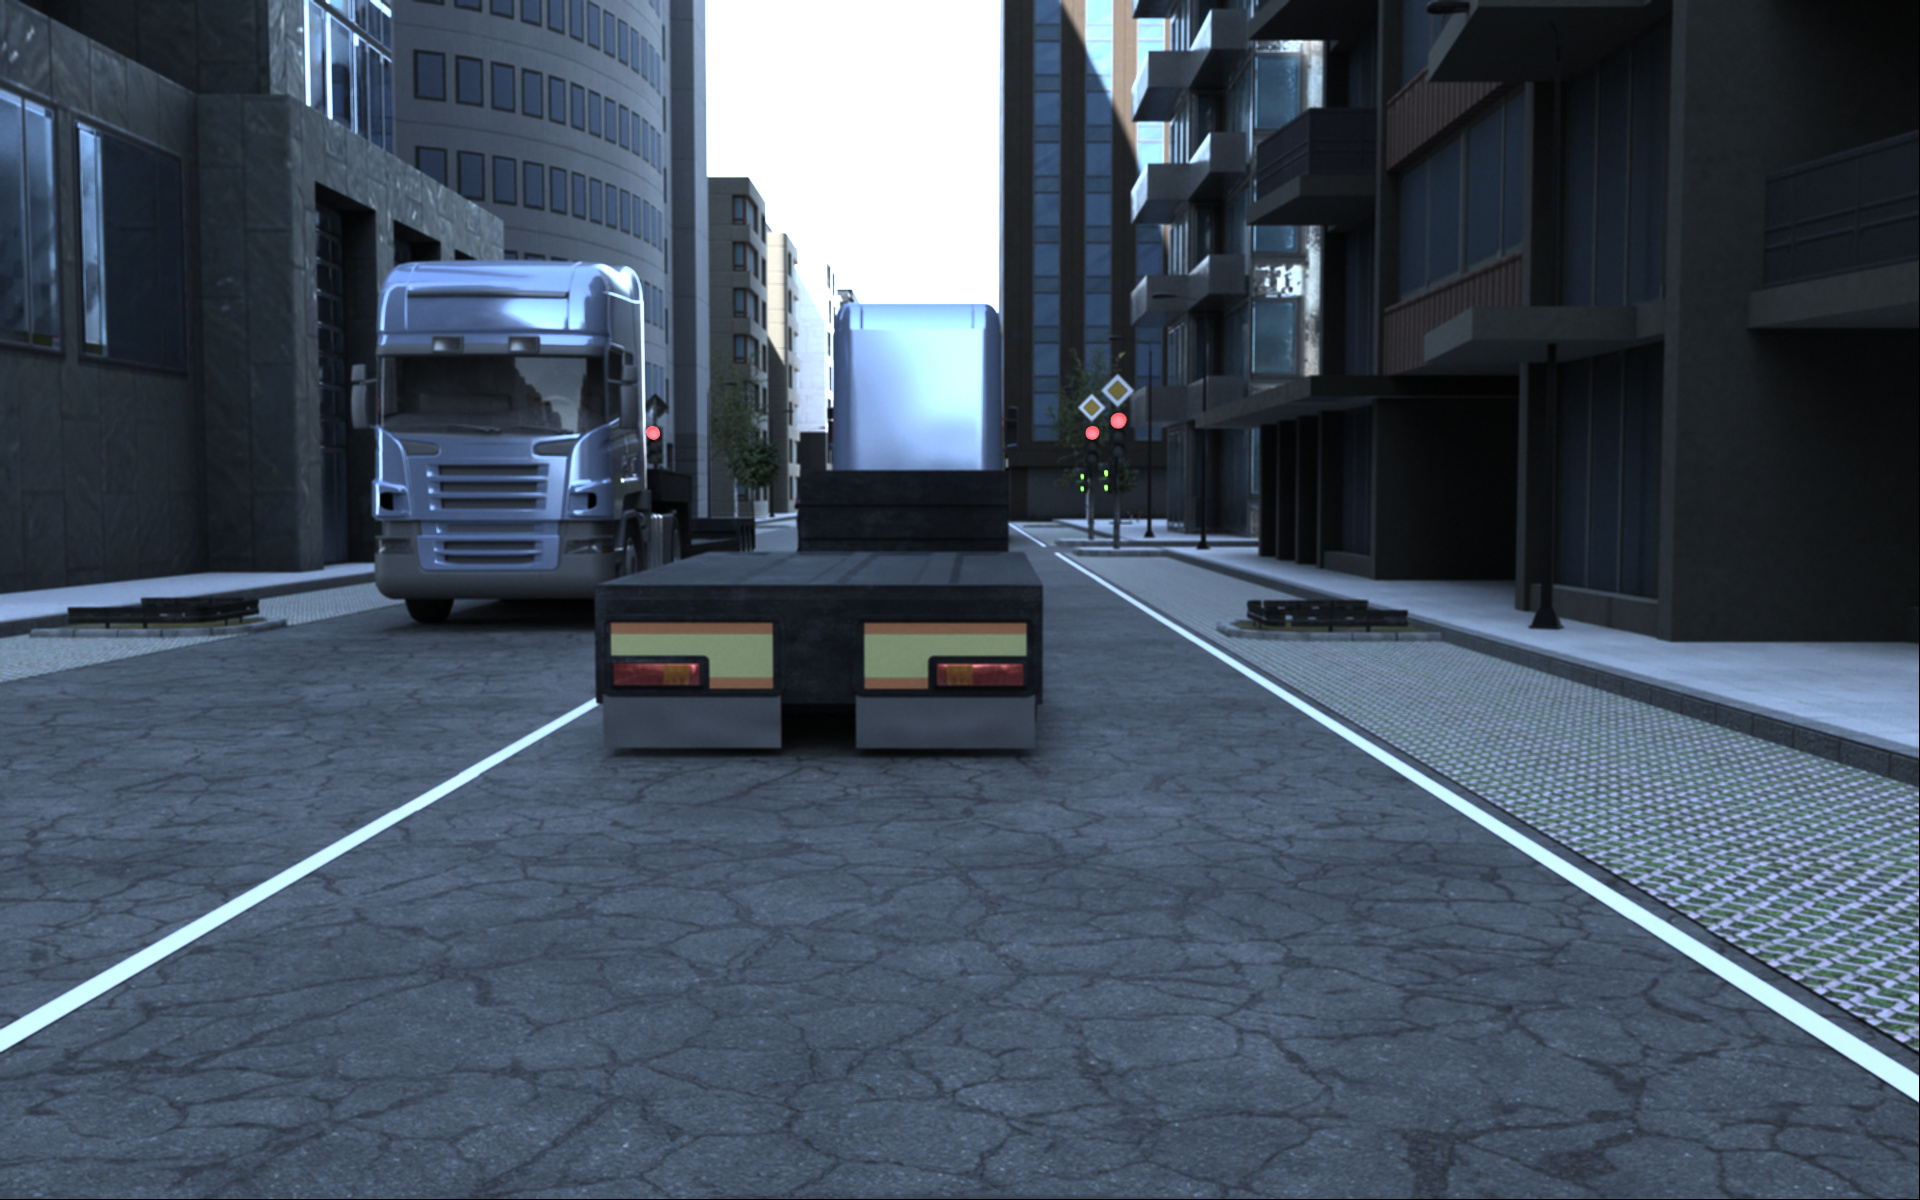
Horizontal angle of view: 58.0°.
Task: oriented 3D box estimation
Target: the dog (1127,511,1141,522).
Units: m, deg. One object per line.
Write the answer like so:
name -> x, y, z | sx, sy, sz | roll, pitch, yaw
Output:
dog -> 7.944, -3.795, 78.882 | 0.540, 0.507, 0.406 | -3, 5, -45

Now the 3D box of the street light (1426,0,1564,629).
street light -> 5.074, -2.683, 16.416 | 1.470, 5.913, 1.316 | 0, 3, 0

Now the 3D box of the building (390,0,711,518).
building -> -22.148, -32.003, 65.254 | 21.231, 58.520, 28.212 | 0, 3, 0

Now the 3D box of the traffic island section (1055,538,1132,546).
traffic island section -> 3.698, -1.609, 48.587 | 2.009, 0.180, 2.903 | 0, 3, 0

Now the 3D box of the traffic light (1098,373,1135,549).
traffic light -> 3.652, -3.154, 40.488 | 0.839, 4.253, 0.868 | 0, 3, 0

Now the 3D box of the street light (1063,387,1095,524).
street light -> 5.173, -6.284, 75.280 | 1.470, 5.913, 1.316 | 0, 3, 0

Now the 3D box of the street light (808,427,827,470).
street light -> -9.909, -9.007, 119.804 | 1.470, 5.913, 1.316 | 0, 3, 0

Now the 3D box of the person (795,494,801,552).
person -> -3.578, -1.861, 39.849 | 0.541, 1.710, 0.530 | 3, 5, 40

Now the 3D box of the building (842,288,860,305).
building -> -26.940, -20.922, 186.056 | 32.646, 21.610, 27.936 | 0, 3, 0

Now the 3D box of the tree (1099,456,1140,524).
tree -> 6.995, -4.905, 74.794 | 1.663, 3.219, 1.824 | 0, 3, 0

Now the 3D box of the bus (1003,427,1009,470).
bus -> 0.160, -3.922, 55.678 | 2.896, 3.916, 12.252 | 0, 4, 1

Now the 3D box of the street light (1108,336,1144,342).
street light -> 5.058, -4.803, 51.065 | 1.470, 5.913, 1.316 | 0, 3, 0

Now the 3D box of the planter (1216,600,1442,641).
planter -> 3.671, 0.210, 17.706 | 1.991, 0.319, 1.994 | 0, 3, 0

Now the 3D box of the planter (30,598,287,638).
planter -> -8.240, 0.183, 18.150 | 1.991, 0.319, 1.994 | 0, 3, 0

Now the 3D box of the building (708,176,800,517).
building -> -25.256, -16.137, 108.874 | 27.650, 21.520, 28.899 | 0, 3, 0

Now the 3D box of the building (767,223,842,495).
building -> -25.012, -18.174, 141.124 | 27.936, 21.610, 32.646 | 0, 3, 0

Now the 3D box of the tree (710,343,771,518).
tree -> -11.001, -8.162, 83.819 | 4.737, 8.622, 4.395 | 0, 3, 0

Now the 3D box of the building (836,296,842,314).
building -> -18.048, -18.779, 163.450 | 16.016, 20.091, 11.380 | 0, 3, 0

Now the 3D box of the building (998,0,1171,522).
building -> 9.114, -27.145, 93.926 | 14.600, 45.320, 14.200 | 0, 3, 0

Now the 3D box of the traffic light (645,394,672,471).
traffic light -> -8.503, -3.642, 48.467 | 0.839, 4.253, 0.868 | 0, 3, 0

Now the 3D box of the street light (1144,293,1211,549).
street light -> 5.126, -4.135, 40.157 | 1.470, 5.913, 1.316 | 0, 3, 0

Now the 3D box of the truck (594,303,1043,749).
truck -> -0.664, -1.764, 18.603 | 2.967, 4.110, 18.799 | 0, 4, 1

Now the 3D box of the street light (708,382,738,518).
street light -> -9.918, -6.089, 72.099 | 1.470, 5.913, 1.316 | 0, 3, 0

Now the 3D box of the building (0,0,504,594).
building -> -26.273, -43.723, 27.538 | 31.000, 86.520, 22.319 | 0, 3, 0

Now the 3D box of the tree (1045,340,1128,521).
tree -> 6.140, -8.140, 83.457 | 4.737, 8.622, 4.395 | 0, 3, 0

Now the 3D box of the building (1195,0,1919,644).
building -> 15.785, -22.466, 21.938 | 22.147, 44.769, 28.867 | 0, 3, 0

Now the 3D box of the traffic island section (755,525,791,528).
traffic island section -> -8.199, -3.082, 73.252 | 1.991, 0.108, 1.994 | 0, 3, 0

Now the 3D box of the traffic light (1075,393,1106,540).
traffic light -> 3.658, -3.642, 48.473 | 0.839, 4.253, 0.868 | 0, 3, 0

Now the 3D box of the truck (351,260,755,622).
truck -> -5.127, -2.237, 26.337 | 2.967, 4.110, 18.799 | 0, 4, -2

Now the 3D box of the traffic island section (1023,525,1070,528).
traffic island section -> 3.716, -3.168, 74.670 | 1.991, 0.108, 1.994 | 0, 3, 0

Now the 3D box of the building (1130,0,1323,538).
building -> 21.114, -26.836, 58.372 | 30.456, 49.044, 23.786 | 0, 3, 0

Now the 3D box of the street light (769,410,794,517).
street light -> -9.881, -7.541, 95.840 | 1.470, 5.913, 1.316 | 0, 3, 0

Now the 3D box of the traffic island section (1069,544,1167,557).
traffic island section -> 3.692, -1.121, 40.602 | 2.009, 0.180, 2.903 | 0, 3, 0

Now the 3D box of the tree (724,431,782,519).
tree -> -10.826, -6.544, 90.711 | 4.285, 4.588, 4.351 | 0, 3, 0
